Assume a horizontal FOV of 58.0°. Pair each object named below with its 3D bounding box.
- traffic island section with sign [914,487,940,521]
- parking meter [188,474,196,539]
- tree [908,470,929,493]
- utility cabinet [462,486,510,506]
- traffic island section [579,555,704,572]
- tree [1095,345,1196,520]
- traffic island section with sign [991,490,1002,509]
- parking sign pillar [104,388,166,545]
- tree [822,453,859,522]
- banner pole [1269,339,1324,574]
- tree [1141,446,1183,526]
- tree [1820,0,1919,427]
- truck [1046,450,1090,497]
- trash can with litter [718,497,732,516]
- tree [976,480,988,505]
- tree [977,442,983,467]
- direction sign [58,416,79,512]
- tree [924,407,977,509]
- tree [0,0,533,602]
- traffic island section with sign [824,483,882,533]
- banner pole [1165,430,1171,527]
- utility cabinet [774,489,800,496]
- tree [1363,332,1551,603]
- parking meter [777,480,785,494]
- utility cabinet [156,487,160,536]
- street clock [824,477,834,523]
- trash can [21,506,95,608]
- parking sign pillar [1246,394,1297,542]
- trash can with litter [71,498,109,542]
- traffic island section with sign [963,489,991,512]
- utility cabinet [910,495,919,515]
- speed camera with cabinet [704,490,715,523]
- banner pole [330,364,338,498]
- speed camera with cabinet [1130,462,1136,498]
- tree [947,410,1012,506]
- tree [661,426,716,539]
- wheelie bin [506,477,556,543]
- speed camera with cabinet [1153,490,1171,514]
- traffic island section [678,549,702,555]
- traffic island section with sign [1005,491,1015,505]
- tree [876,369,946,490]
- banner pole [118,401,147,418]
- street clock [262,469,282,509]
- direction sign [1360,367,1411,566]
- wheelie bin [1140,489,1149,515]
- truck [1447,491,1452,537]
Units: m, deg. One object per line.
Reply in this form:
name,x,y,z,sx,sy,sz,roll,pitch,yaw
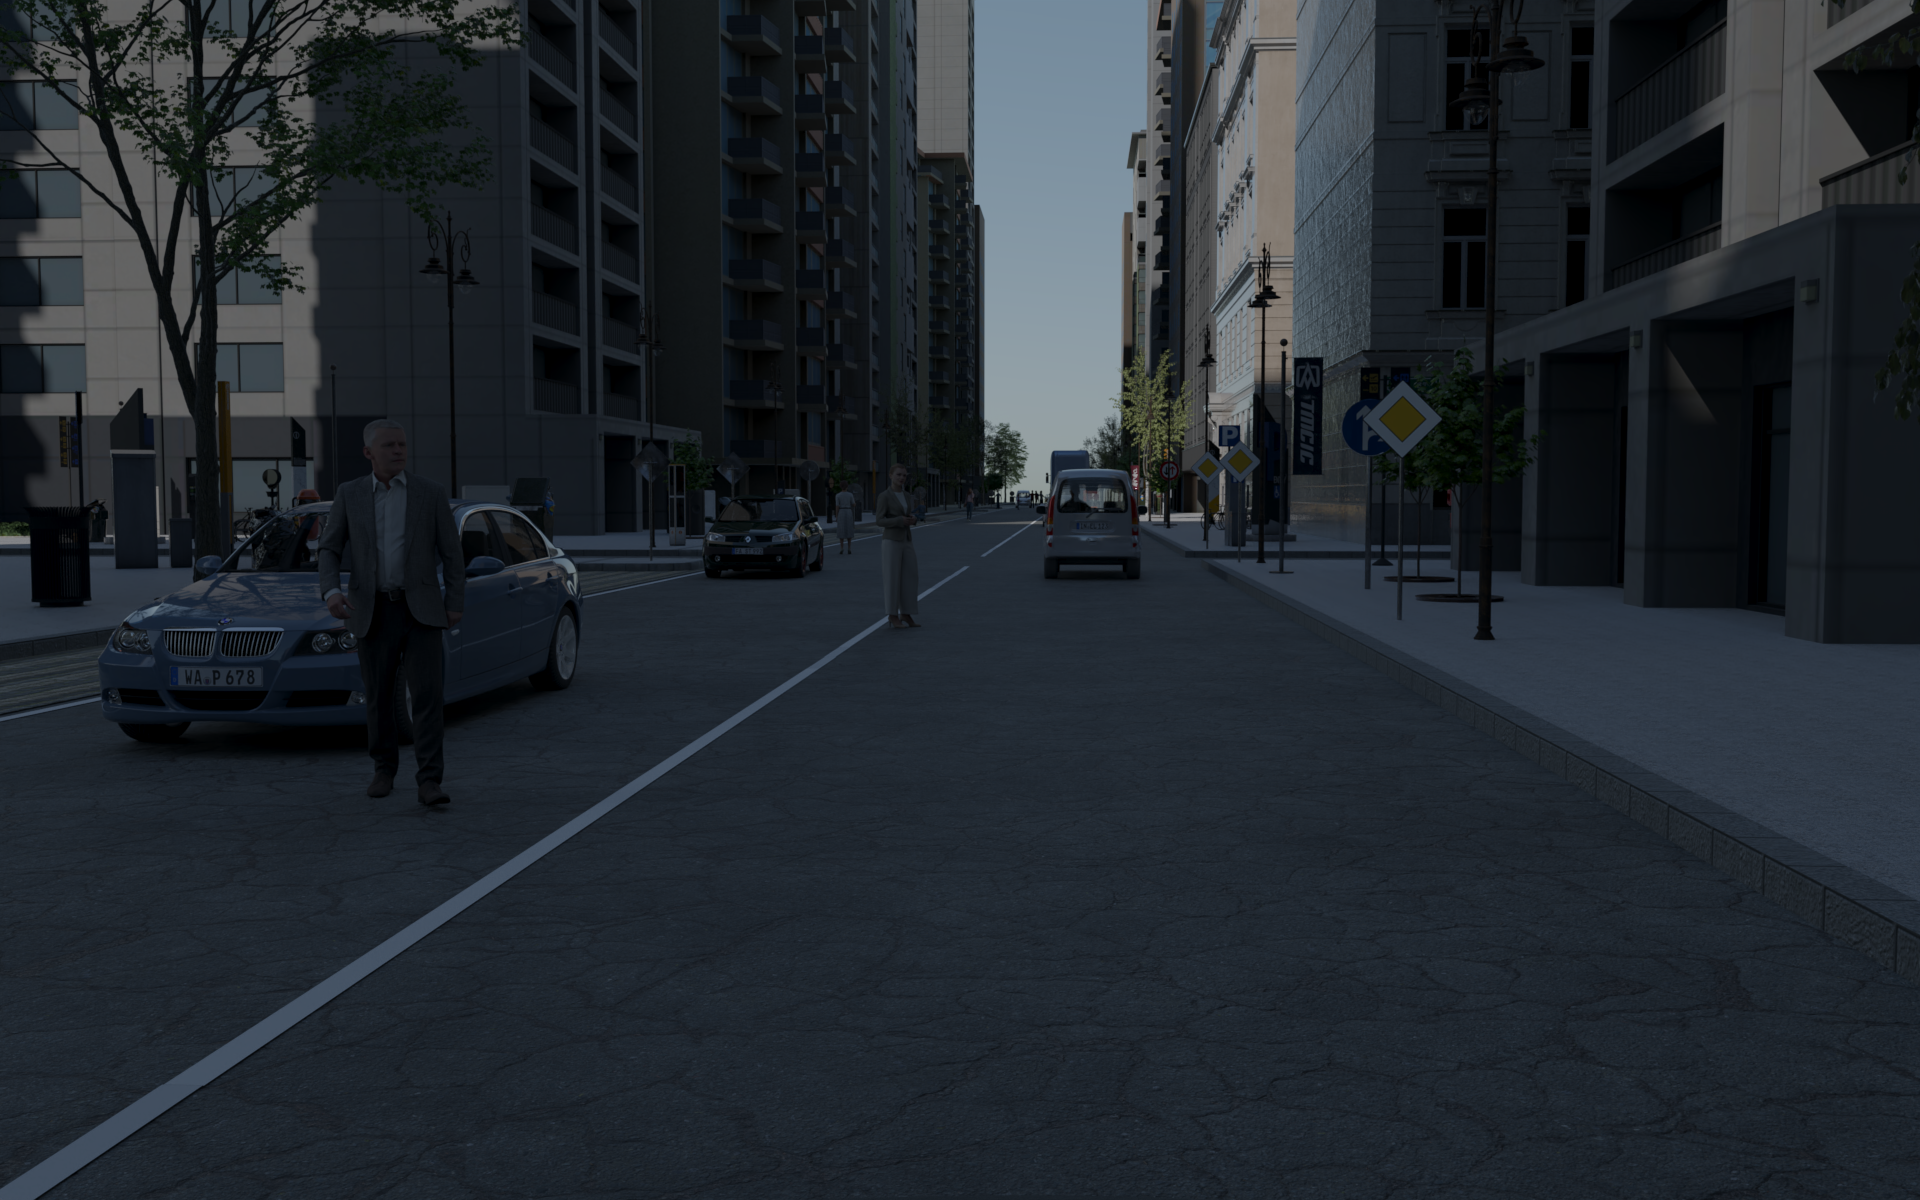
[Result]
traffic island section with sign,-2.069,-5.038,90.991,1.989,1.847,2.006,0,4,4
parking meter,-21.773,-2.663,49.252,0.255,1.863,0.399,-1,4,-21
tree,-3.139,-7.958,124.711,1.663,3.219,1.824,0,3,0
utility cabinet,-12.394,-2.240,45.301,1.173,1.500,0.318,-2,4,-34
traffic island section,-5.953,-0.672,33.276,2.009,0.180,2.903,0,4,4
tree,9.621,-8.336,86.658,4.737,8.622,4.395,0,3,0
traffic island section with sign,3.097,-9.745,167.958,1.989,1.847,2.006,0,4,4
parking sign pillar,-21.257,-3.427,44.510,1.447,3.967,1.447,2,4,33
tree,-5.632,-5.236,80.207,1.663,3.219,1.824,0,3,0
banner pole,5.436,-2.318,27.923,0.863,3.779,0.401,1,4,13
tree,8.222,-4.648,70.596,1.663,3.219,1.824,0,3,0
tree,4.460,-3.460,6.940,4.360,8.622,3.978,0,3,0
truck,6.514,-6.781,100.630,2.967,4.110,18.799,0,4,2
trash can with litter,-8.859,-3.377,66.598,0.624,1.170,1.055,-3,4,-37
tree,3.063,-13.385,213.445,1.663,3.219,1.824,0,3,0
tree,-0.013,-12.746,158.753,4.737,8.622,4.395,0,3,0
direction sign,-26.057,-3.589,50.685,0.379,3.537,0.876,0,4,6
tree,-1.325,-11.961,145.930,4.737,8.622,4.395,0,3,0
tree,-9.136,-5.785,20.345,9.928,11.665,9.643,0,3,0
traffic island section with sign,-3.904,-3.371,63.740,1.989,1.847,2.006,0,4,4
banner pole,8.026,-4.675,66.455,0.401,3.779,0.863,0,4,2
utility cabinet,-8.082,-4.412,80.807,1.173,1.500,0.318,-1,4,-20
tree,5.920,-1.599,20.746,1.663,3.219,1.824,0,3,0
parking meter,-7.243,-3.917,69.755,0.399,1.863,0.255,0,4,-4
utility cabinet,-23.965,-2.551,50.386,1.173,1.500,0.318,-3,4,-36
street clock,-5.692,-4.340,75.536,0.358,2.002,0.471,2,4,27
trash can,-10.266,-0.496,19.761,0.748,1.137,0.748,0,3,0
parking sign pillar,8.452,-3.589,47.154,1.447,3.967,1.447,3,4,38
trash can with litter,-23.162,-2.116,45.980,1.055,1.170,0.624,1,4,15
traffic island section with sign,1.272,-8.077,140.693,1.989,1.847,2.006,0,4,4
utility cabinet,-2.886,-5.807,106.103,1.020,1.237,0.306,1,4,20
speed camera with cabinet,-11.829,-5.147,78.485,0.660,3.252,2.038,-3,4,-38
banner pole,-12.117,-2.664,33.567,0.401,3.779,0.863,-1,4,-22
speed camera with cabinet,10.498,-6.898,107.121,0.660,3.252,2.038,1,4,10
tree,2.440,-15.809,192.896,7.601,10.594,8.767,1,4,21
tree,-7.877,-3.367,49.656,1.663,3.219,1.824,0,3,0
wheelie bin,-7.863,-1.463,31.824,0.980,1.594,0.693,0,4,7
speed camera with cabinet,12.698,-6.996,108.719,0.660,3.252,2.038,-1,4,-10
traffic island section,-5.417,-1.160,41.243,2.009,0.180,2.903,0,4,4
traffic island section with sign,6.758,-13.072,222.348,1.989,1.847,2.006,0,4,4
tree,-3.214,-9.267,101.883,4.360,8.622,3.978,0,3,0
banner pole,-22.364,-3.474,46.809,0.863,3.779,0.401,-2,4,-30
street clock,-19.810,-2.773,49.906,0.471,2.002,0.358,0,4,8
direction sign,7.586,-2.385,30.986,0.876,3.537,0.379,0,4,4
wheelie bin,11.107,-5.907,104.485,0.693,1.594,0.980,0,4,3
truck,15.587,-2.925,36.744,11.283,4.237,2.839,0,4,3
